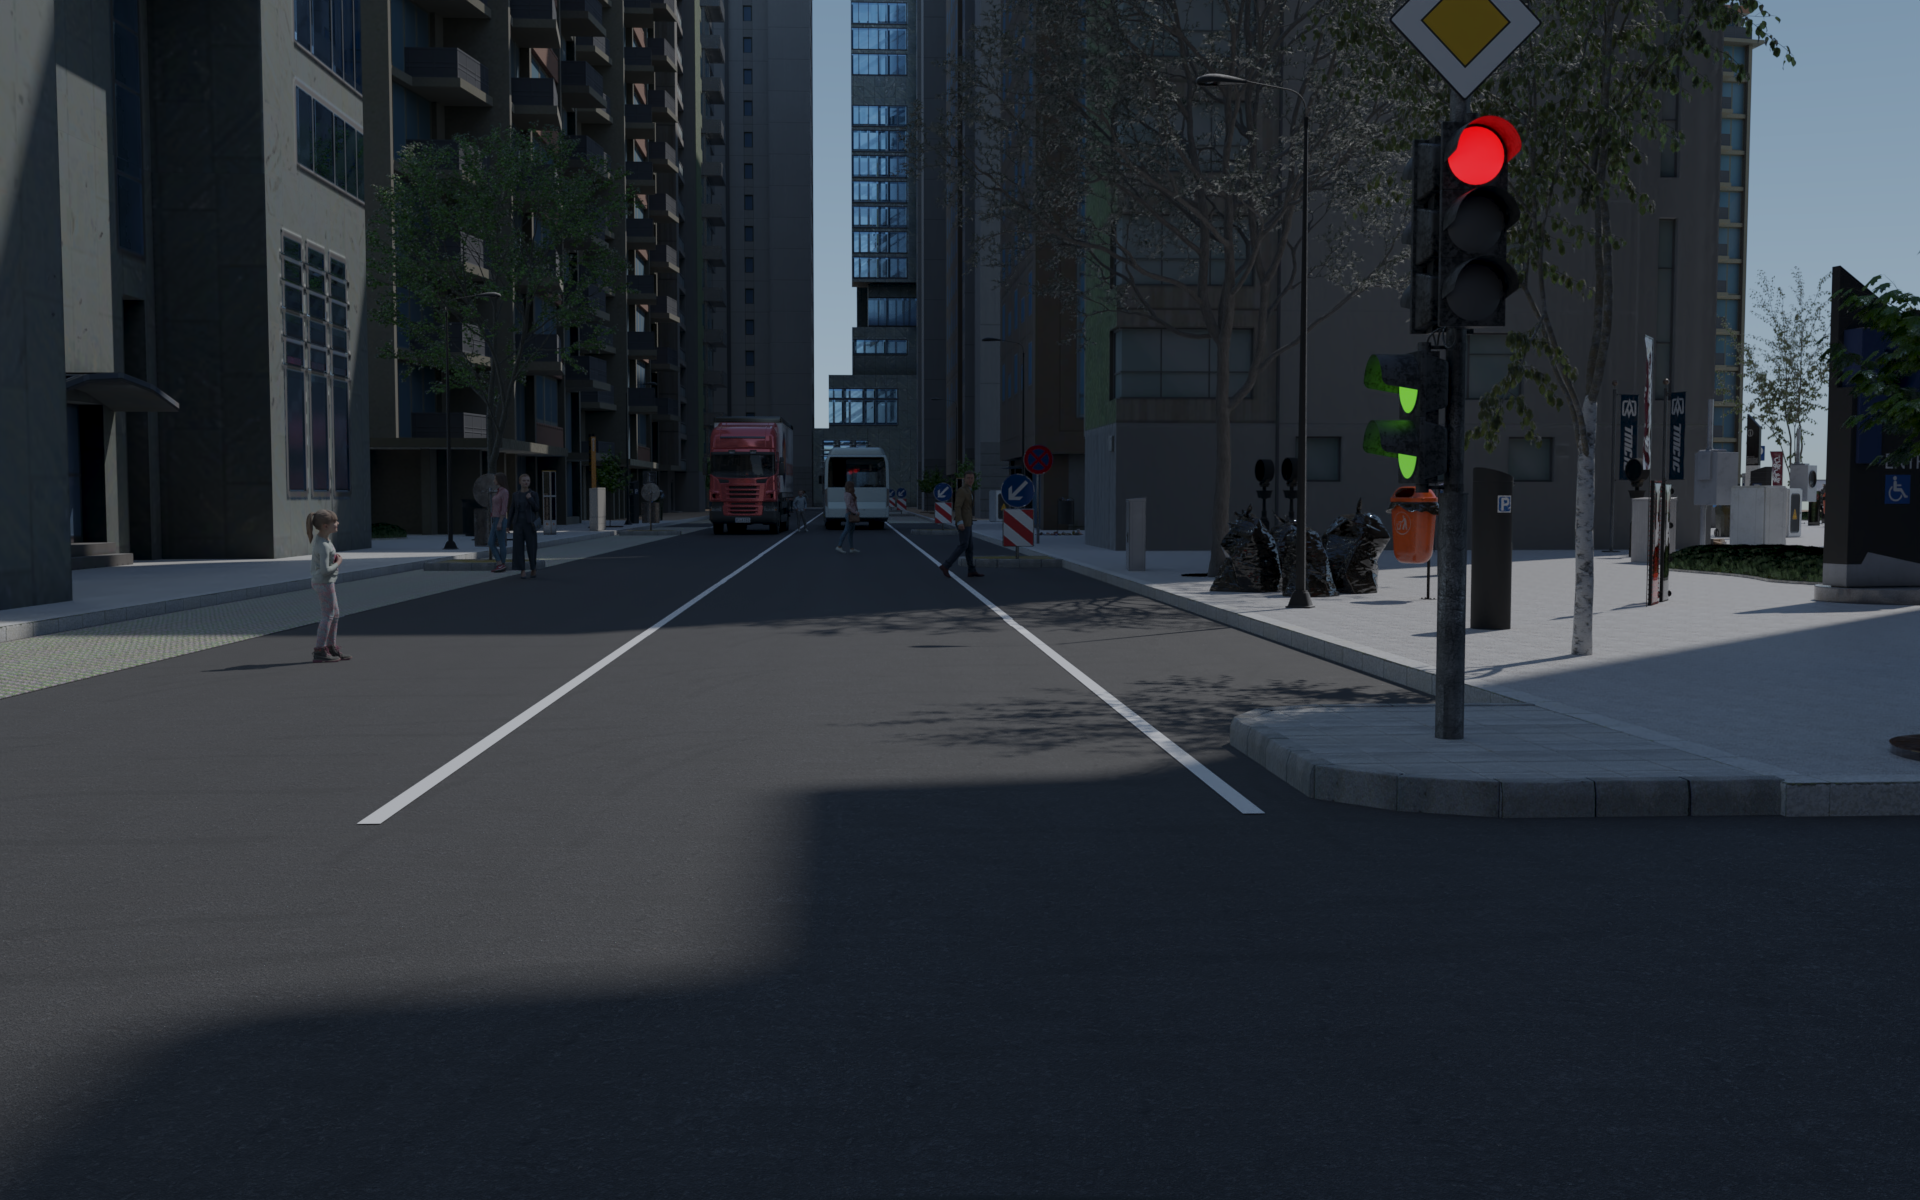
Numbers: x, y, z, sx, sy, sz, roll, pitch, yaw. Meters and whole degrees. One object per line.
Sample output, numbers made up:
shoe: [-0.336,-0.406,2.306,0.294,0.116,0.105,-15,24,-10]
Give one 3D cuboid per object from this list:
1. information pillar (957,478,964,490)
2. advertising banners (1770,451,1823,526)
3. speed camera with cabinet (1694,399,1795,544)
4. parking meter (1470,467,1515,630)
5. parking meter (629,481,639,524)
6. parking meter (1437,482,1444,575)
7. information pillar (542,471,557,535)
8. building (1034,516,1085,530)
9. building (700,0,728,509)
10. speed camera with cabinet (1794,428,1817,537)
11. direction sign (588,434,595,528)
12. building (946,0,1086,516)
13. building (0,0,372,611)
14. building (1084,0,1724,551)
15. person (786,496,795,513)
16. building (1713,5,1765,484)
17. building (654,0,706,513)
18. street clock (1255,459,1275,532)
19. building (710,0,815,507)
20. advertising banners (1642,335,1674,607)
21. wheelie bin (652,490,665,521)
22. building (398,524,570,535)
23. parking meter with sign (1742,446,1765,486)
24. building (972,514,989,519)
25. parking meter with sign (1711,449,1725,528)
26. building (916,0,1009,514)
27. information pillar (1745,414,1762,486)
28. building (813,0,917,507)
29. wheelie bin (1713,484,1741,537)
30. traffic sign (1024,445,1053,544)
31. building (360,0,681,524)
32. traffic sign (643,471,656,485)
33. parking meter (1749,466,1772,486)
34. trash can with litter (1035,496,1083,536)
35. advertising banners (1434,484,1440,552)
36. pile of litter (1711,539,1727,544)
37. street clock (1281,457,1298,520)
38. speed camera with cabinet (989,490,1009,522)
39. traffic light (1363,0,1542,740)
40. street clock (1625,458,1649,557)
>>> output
information pillar: [0.011,-4.557,79.003,0.304,2.012,0.304,1,4,9]
advertising banners: [33.913,-4.530,70.261,2.074,3.025,0.090,1,4,10]
speed camera with cabinet: [16.026,-2.522,35.569,0.660,3.252,2.038,-1,4,-18]
parking meter: [5.059,-0.493,16.476,0.372,1.533,0.369,0,3,0]
parking meter: [-14.125,-4.242,75.061,0.255,1.863,0.399,2,4,32]
parking meter: [7.756,-1.162,27.416,0.372,1.533,0.369,0,3,0]
information pillar: [-12.924,-3.060,54.530,0.304,2.012,0.304,1,4,21]
building: [9.066,-25.500,67.042,14.600,45.320,14.200,0,4,-4]
building: [-35.180,-32.105,144.528,30.456,49.044,23.786,0,4,-4]
speed camera with cabinet: [24.899,-3.509,51.701,2.038,3.252,0.660,-3,5,-43]
direction sign: [-13.840,-4.477,65.193,0.379,3.537,0.876,-2,4,-26]
building: [6.292,-28.965,123.691,14.600,45.320,14.200,0,4,-4]
building: [-22.132,-43.413,22.478,22.319,86.520,31.000,0,4,-4]
building: [10.078,-22.109,45.085,14.154,41.232,14.086,0,4,-4]
person: [-12.870,-7.535,132.405,0.721,1.736,1.217,3,5,39]
building: [53.732,-30.394,151.560,28.867,44.769,22.147,0,4,-4]
building: [-25.271,-26.612,118.707,14.154,41.232,14.086,0,4,-4]
street clock: [6.309,-1.917,35.917,0.358,2.002,0.471,-1,4,-17]
building: [-29.064,-38.827,176.823,28.212,58.520,21.231,0,4,-4]
advertising banners: [8.047,-1.456,20.000,0.090,3.025,2.074,2,4,31]
wheelie bin: [-14.583,-4.606,83.222,0.693,1.594,0.980,0,4,7]
building: [-25.652,-25.143,65.710,22.147,44.769,28.867,0,4,-4]
parking meter with sign: [28.869,-4.098,63.261,0.543,3.016,1.738,1,4,12]
building: [10.633,-34.272,102.354,21.231,58.520,28.212,0,4,-4]
parking meter with sign: [28.751,-4.261,65.931,0.543,3.016,1.738,2,4,27]
building: [6.845,-36.869,144.813,21.231,58.520,28.212,0,4,-4]
information pillar: [23.056,-3.611,50.389,0.183,3.616,0.504,-1,4,-22]
building: [0.430,-52.965,178.657,31.000,86.520,22.319,0,4,-4]
wheelie bin: [23.028,-2.685,51.815,0.980,1.594,0.693,0,4,5]
traffic sign: [2.017,-2.728,44.705,0.768,2.556,0.104,0,4,-2]
building: [-27.669,-27.055,96.968,22.147,44.769,28.867,0,4,-4]
traffic sign: [-13.935,-4.627,77.774,0.606,2.300,0.079,0,4,1]
parking meter: [17.048,-1.909,36.917,0.255,1.863,0.399,-2,4,-27]
trash can with litter: [2.913,-2.628,54.021,2.233,1.210,1.678,0,4,5]
advertising banners: [10.474,-2.530,37.548,0.090,3.025,2.074,0,4,-2]
pile of litter: [18.640,-1.810,43.567,1.176,0.858,1.719,1,4,14]
street clock: [6.562,-1.818,34.289,0.358,2.002,0.471,-1,4,-18]
speed camera with cabinet: [2.350,-5.247,80.124,2.038,3.252,0.660,-2,4,-32]
traffic light: [2.556,-1.228,9.000,0.839,4.253,0.868,0,4,-4]
street clock: [13.773,-1.877,35.254,0.358,2.002,0.471,-1,4,-22]
